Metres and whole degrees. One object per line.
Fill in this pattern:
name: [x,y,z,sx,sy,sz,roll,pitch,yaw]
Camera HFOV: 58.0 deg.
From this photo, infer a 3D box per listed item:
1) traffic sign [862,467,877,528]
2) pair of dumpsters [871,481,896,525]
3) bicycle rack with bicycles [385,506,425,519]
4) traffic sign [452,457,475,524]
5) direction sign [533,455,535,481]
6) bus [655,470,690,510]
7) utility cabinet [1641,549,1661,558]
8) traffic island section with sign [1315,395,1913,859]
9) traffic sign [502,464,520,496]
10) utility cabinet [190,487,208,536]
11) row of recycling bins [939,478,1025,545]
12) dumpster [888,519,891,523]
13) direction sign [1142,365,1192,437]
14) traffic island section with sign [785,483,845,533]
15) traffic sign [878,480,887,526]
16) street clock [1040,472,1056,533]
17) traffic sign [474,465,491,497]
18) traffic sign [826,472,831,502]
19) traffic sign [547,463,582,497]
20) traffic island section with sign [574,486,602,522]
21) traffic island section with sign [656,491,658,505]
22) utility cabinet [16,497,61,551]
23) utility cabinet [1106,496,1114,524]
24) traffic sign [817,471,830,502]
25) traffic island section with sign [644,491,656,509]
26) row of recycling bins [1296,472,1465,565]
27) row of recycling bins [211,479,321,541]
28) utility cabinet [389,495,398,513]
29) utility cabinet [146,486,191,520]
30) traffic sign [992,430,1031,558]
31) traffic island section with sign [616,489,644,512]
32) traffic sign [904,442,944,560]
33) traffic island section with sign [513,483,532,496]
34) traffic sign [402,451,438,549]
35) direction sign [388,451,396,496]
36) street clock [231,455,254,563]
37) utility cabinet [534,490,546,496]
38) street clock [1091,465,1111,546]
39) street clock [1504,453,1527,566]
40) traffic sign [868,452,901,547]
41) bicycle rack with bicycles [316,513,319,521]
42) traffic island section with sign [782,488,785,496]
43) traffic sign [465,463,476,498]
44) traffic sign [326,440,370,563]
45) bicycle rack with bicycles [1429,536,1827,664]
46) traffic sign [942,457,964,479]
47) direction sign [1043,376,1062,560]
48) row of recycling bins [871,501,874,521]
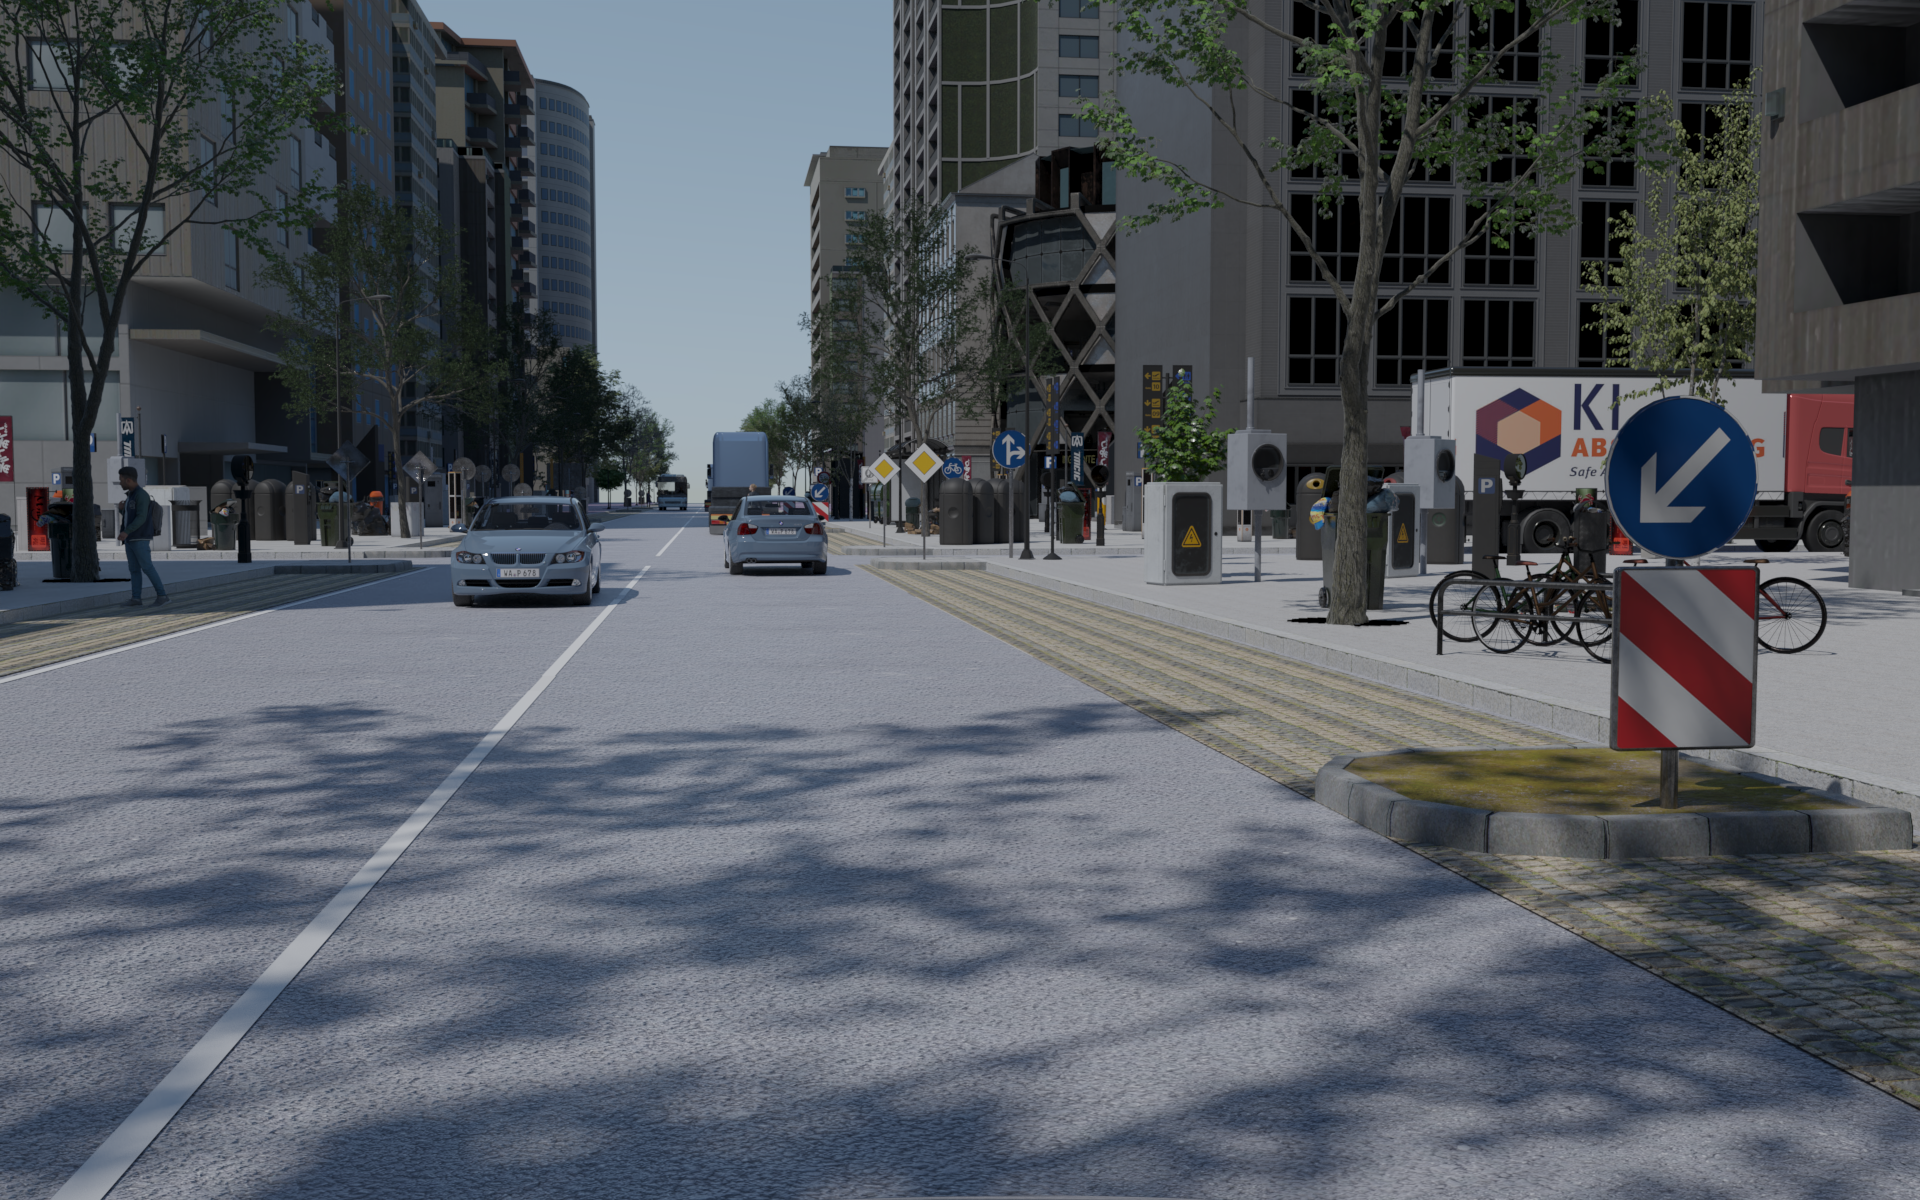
traffic sign: [-3.370,-3.831,64.772,0.606,2.300,0.079,0,4,-1]
pair of dumpsters: [-2.847,-4.326,73.226,1.574,2.255,4.437,-1,4,-8]
bicycle rack with bicycles: [-27.923,-4.538,87.584,2.925,0.926,2.852,-1,4,-12]
traffic sign: [-17.281,-3.681,60.298,0.768,2.556,0.104,0,4,-3]
direction sign: [-25.033,-6.698,101.506,0.379,3.537,0.876,-2,4,-29]
bus: [-25.669,-9.781,154.779,2.948,3.499,13.247,-1,4,-9]
utility cabinet: [14.051,-1.592,34.705,1.173,1.500,0.318,-3,5,-44]
traffic island section with sign: [2.695,0.055,7.728,1.989,1.847,2.006,0,4,-8]
traffic sign: [-19.016,-4.480,73.353,0.768,2.556,0.104,0,4,-4]
utility cabinet: [-23.462,-2.677,52.450,1.173,1.500,0.318,-3,5,-40]
row of recycling bins: [0.662,-2.305,44.795,1.069,1.692,3.534,2,4,32]
dumpster: [-2.825,-4.570,77.219,1.502,2.255,1.985,0,4,-8]
direction sign: [3.638,-2.352,30.456,0.876,3.537,0.379,0,4,-4]
traffic island section with sign: [-5.346,-3.403,64.271,1.989,1.847,2.006,0,4,-8]
traffic sign: [-2.964,-4.226,69.093,0.884,2.594,0.081,0,4,-1]
street clock: [2.926,-3.240,57.538,0.471,2.002,0.358,-2,4,-23]
traffic sign: [-20.895,-4.630,75.802,0.768,2.556,0.104,0,4,-6]
traffic sign: [-7.748,-6.149,100.634,0.768,2.556,0.104,0,4,-6]
traffic sign: [-25.891,-7.305,113.316,2.265,3.308,0.079,0,4,-3]
traffic island section with sign: [-19.515,-4.932,89.263,1.989,1.847,2.006,0,4,-8]
traffic island section with sign: [-37.973,-12.870,219.056,1.989,1.847,2.006,0,4,-8]
utility cabinet: [-20.849,-1.716,39.226,1.020,1.237,0.306,1,4,20]
utility cabinet: [6.632,-3.809,73.444,0.306,1.237,1.020,3,5,44]
traffic sign: [-7.507,-5.845,95.669,0.768,2.556,0.104,0,4,0]
traffic island section with sign: [-30.435,-9.625,165.988,1.989,1.847,2.006,0,4,-8]
row of recycling bins: [7.916,-1.569,32.769,1.069,1.692,3.534,-3,5,-45]
row of recycling bins: [-19.299,-2.497,47.940,3.534,1.692,1.069,2,4,24]
utility cabinet: [-27.289,-4.453,83.961,0.306,1.237,1.020,1,4,10]
utility cabinet: [-20.832,-2.238,45.265,1.173,1.500,0.318,1,4,9]
traffic sign: [1.025,-2.112,34.644,0.768,2.556,0.104,0,4,-3]
traffic island section with sign: [-26.581,-7.970,138.929,1.989,1.847,2.006,0,4,-8]
traffic sign: [-0.700,-1.842,33.763,0.795,2.450,0.064,0,4,-8]
traffic island section with sign: [-15.677,-3.278,62.216,1.989,1.847,2.006,0,4,-8]
traffic sign: [-12.514,-2.234,40.175,0.795,2.450,0.064,0,4,-8]
direction sign: [-30.206,-6.124,92.124,0.379,3.537,0.876,0,4,5]
street clock: [-13.326,-1.690,32.209,0.358,2.002,0.471,0,4,3]
utility cabinet: [-25.001,-5.759,102.838,0.318,1.500,1.173,-3,5,-44]
street clock: [3.470,-2.334,42.728,0.471,2.002,0.358,1,4,15]
street clock: [9.919,-1.615,30.978,0.358,2.002,0.471,3,5,43]
traffic sign: [-1.824,-2.326,41.669,0.795,2.450,0.064,0,4,-8]
bicycle rack with bicycles: [-24.001,-2.934,61.358,2.852,0.926,2.925,0,4,8]
traffic island section with sign: [-9.123,-5.036,90.962,1.989,1.847,2.006,0,4,-8]
traffic sign: [-18.111,-3.872,63.421,0.768,2.556,0.104,0,4,2]
traffic sign: [-11.390,-1.751,32.270,0.795,2.450,0.064,0,4,-8]
bicycle rack with bicycles: [5.050,-0.036,13.972,2.852,0.926,2.925,-3,5,-43]
traffic sign: [-0.240,-3.668,60.078,0.768,2.556,0.104,0,4,1]
direction sign: [1.808,-2.555,33.765,0.379,3.537,0.876,-1,4,-12]
row of recycling bins: [-2.714,-4.732,84.475,3.534,1.692,1.069,-1,4,-20]
